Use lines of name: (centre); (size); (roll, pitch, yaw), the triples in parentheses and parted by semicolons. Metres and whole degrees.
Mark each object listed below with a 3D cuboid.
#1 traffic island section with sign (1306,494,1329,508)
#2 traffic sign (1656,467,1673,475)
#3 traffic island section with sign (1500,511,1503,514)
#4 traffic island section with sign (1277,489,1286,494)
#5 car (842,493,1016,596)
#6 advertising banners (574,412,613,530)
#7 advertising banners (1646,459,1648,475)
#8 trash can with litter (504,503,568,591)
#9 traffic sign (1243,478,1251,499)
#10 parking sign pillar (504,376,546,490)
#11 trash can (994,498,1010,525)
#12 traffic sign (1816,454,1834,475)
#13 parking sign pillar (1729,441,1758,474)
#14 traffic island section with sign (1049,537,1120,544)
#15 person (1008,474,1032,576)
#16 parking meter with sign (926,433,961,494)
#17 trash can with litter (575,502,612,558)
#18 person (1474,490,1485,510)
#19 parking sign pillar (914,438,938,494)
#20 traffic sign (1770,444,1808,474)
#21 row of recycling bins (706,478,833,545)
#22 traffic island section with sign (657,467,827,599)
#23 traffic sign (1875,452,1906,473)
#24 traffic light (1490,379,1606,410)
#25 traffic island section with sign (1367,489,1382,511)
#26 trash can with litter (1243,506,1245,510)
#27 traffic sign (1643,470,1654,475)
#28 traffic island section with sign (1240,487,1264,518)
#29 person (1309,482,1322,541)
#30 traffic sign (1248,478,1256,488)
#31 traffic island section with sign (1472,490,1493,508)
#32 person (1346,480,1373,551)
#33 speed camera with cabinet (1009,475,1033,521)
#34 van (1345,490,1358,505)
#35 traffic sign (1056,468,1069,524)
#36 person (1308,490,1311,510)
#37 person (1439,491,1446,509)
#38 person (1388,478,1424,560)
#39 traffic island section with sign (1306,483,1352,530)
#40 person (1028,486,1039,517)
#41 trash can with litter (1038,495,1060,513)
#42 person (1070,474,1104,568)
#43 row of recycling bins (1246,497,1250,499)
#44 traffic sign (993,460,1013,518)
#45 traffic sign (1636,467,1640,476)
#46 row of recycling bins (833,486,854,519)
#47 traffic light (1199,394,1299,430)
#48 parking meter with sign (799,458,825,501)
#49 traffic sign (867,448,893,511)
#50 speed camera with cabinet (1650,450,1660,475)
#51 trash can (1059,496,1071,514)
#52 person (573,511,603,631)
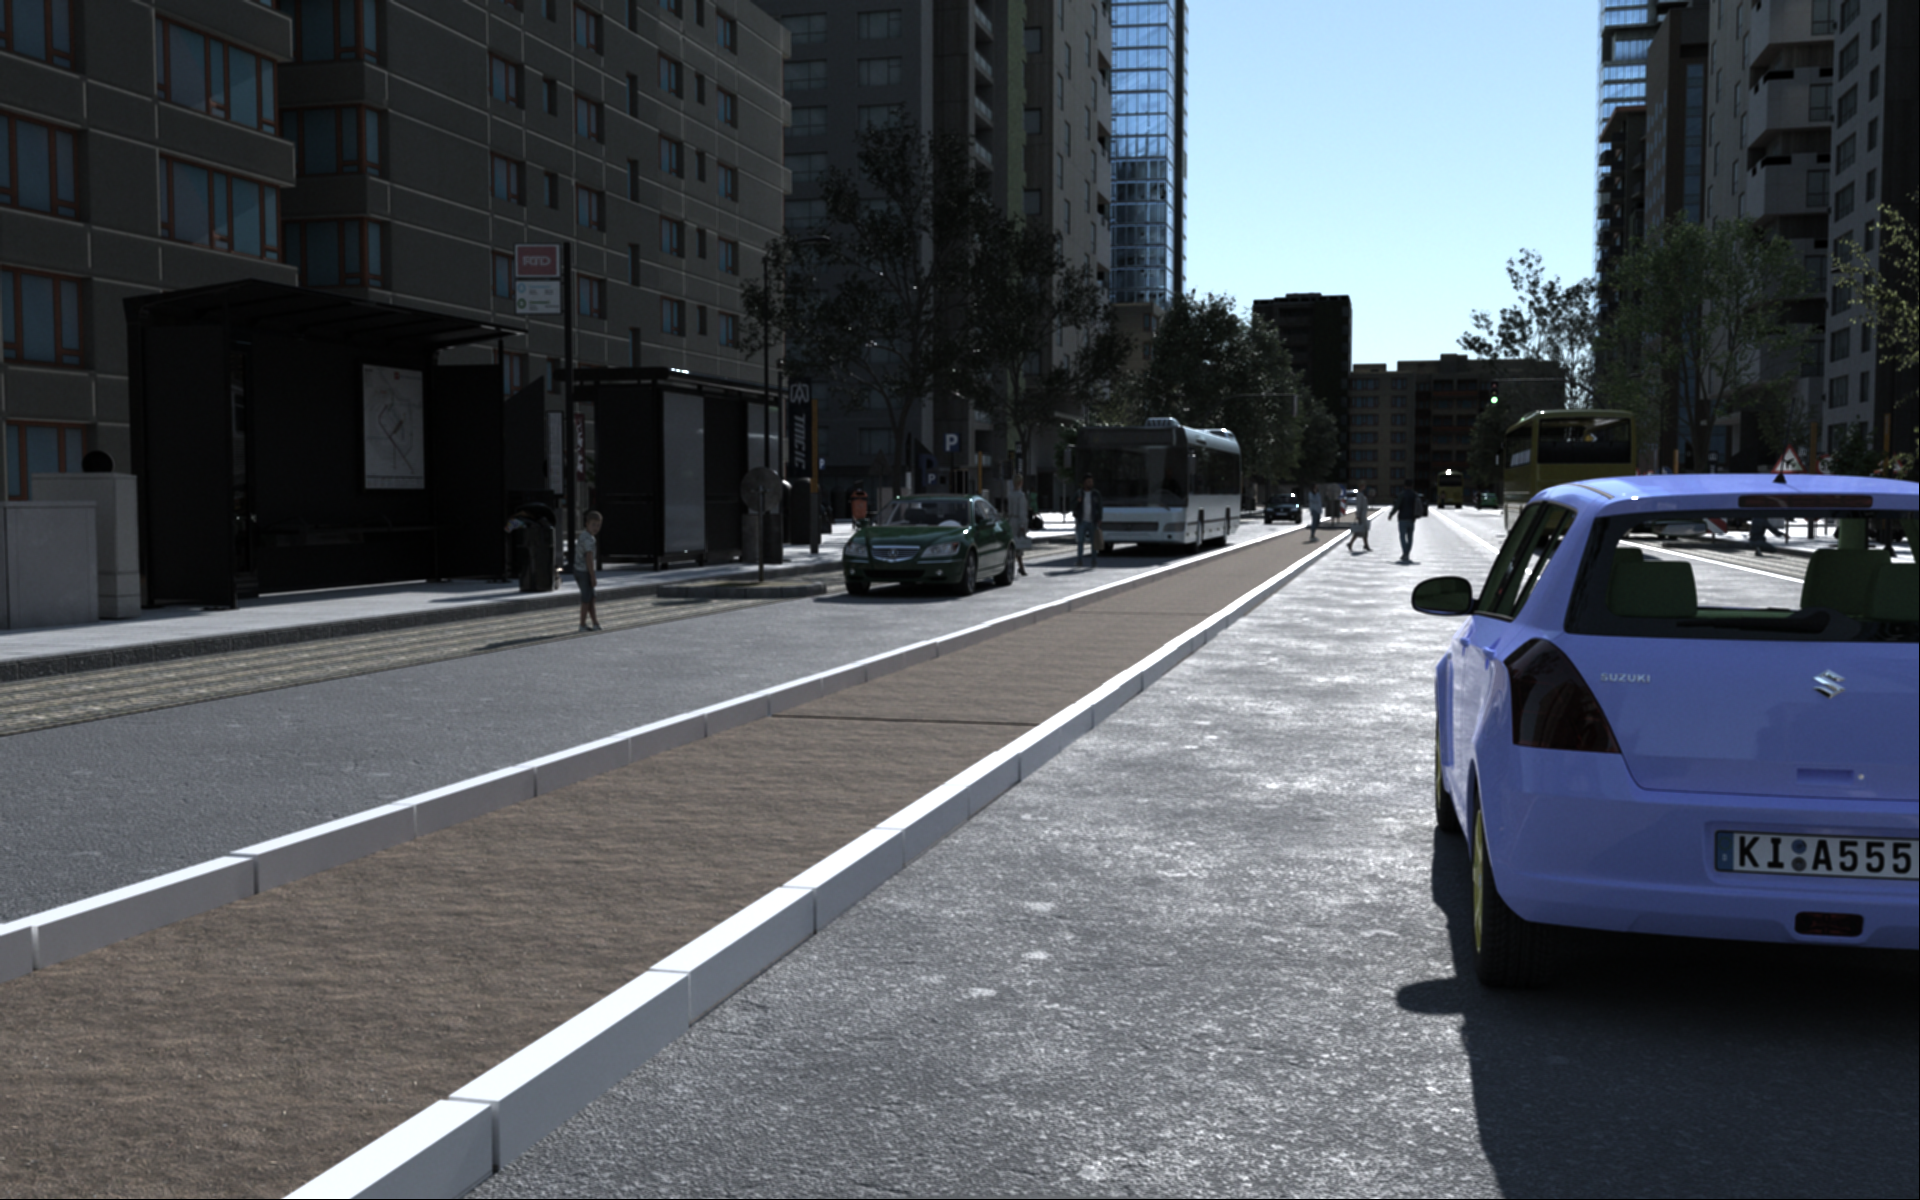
traffic island section with sign: (36.803, -10.411, 178.843); (1.989, 1.847, 2.006); (1, 4, 14)
traffic sign: (32.582, -4.898, 80.189); (0.768, 2.556, 0.104); (1, 4, 22)
traffic island section with sign: (40.423, -7.184, 126.092); (1.989, 1.847, 2.006); (1, 4, 14)
traffic island section with sign: (24.172, -7.413, 129.832); (1.989, 1.847, 2.006); (1, 4, 14)
car: (-0.380, -0.873, 26.066); (2.131, 1.459, 4.920); (1, 4, 13)
advertising banners: (-8.024, -2.560, 38.040); (0.090, 3.025, 2.074); (1, 4, 12)
advertising banners: (34.311, -5.515, 86.361); (0.090, 3.025, 2.074); (2, 4, 28)
trash can with litter: (-5.628, -0.710, 22.997); (0.624, 1.170, 1.055); (0, 4, -2)
traffic sign: (21.968, -8.149, 133.341); (0.768, 2.556, 0.104); (1, 4, 16)
parking sign pillar: (-10.082, -3.105, 39.234); (1.447, 3.967, 1.447); (-3, 4, -38)
trash can: (1.692, -3.481, 68.564); (0.748, 1.137, 0.748); (0, 3, 0)
traffic sign: (27.354, -3.335, 54.640); (0.768, 2.556, 0.104); (1, 4, 20)
parking sign pillar: (39.280, -6.018, 86.861); (1.447, 3.967, 1.447); (2, 4, 25)
traffic island section with sign: (3.763, -2.572, 50.686); (1.989, 1.847, 2.006); (1, 4, 14)
person: (0.960, -1.307, 30.222); (0.624, 1.780, 0.694); (-1, 4, -22)
parking meter with sign: (-0.644, -3.205, 48.664); (0.543, 3.016, 1.738); (2, 4, 31)
trash can with litter: (-7.317, -1.397, 34.221); (1.055, 1.170, 0.624); (-3, 5, -45)
person: (46.955, -9.018, 156.458); (1.217, 1.766, 0.721); (-1, 4, -15)
parking sign pillar: (-1.603, -5.838, 83.929); (1.447, 3.967, 1.447); (3, 5, 44)
traffic sign: (21.328, -2.728, 44.609); (0.884, 2.594, 0.081); (1, 4, 16)
row of recycling bins: (-5.072, -2.317, 44.993); (3.534, 1.692, 1.069); (2, 4, 35)
traffic island section with sign: (-2.987, -0.976, 24.586); (1.989, 1.847, 2.006); (1, 4, 14)
traffic sign: (24.022, -2.744, 44.875); (0.884, 2.594, 0.081); (1, 4, 20)
traffic light: (23.335, -5.727, 68.297); (4.771, 5.953, 1.251); (1, 4, 14)
traffic island section with sign: (35.853, -8.727, 150.824); (2.006, 1.907, 1.989); (1, 4, 14)
trash can with litter: (23.222, -8.082, 143.532); (1.055, 1.170, 0.624); (-2, 4, -24)
traffic sign: (36.851, -5.656, 92.574); (0.768, 2.556, 0.104); (1, 4, 17)
traffic island section with sign: (17.431, -5.817, 103.730); (1.989, 1.847, 2.006); (1, 4, 14)
person: (10.865, -2.710, 53.071); (0.793, 1.790, 0.793); (0, 4, 0)
traffic sign: (22.480, -8.181, 133.864); (0.768, 2.556, 0.104); (1, 4, 22)
traffic island section with sign: (52.971, -10.161, 174.753); (1.989, 1.847, 2.006); (1, 4, 14)
person: (10.017, -2.113, 43.393); (0.624, 1.780, 0.694); (2, 4, 28)
speed camera with cabinet: (2.916, -5.389, 82.438); (0.660, 3.252, 2.038); (1, 4, 20)
van: (41.952, -10.900, 185.218); (2.013, 2.044, 4.112); (1, 4, 14)
traffic sign: (4.460, -4.525, 74.094); (0.768, 2.556, 0.104); (1, 4, 15)
person: (30.859, -8.781, 152.095); (0.660, 1.820, 0.620); (2, 4, 32)
person: (46.817, -9.720, 168.126); (0.721, 1.736, 1.217); (3, 5, 44)
person: (9.787, -1.776, 37.891); (0.623, 1.781, 0.721); (-2, 4, -25)
traffic island section with sign: (15.234, -3.838, 70.885); (2.006, 1.907, 1.989); (1, 4, 14)
person: (3.260, -4.226, 77.848); (0.600, 1.795, 0.529); (-1, 4, -19)
trash can with litter: (6.065, -6.420, 116.017); (2.233, 1.210, 1.678); (-1, 4, -19)
person: (2.503, -1.522, 33.367); (0.794, 1.824, 0.713); (1, 4, 22)
row of recycling bins: (23.957, -8.654, 148.610); (1.069, 1.692, 3.534); (-1, 4, -10)
traffic sign: (1.266, -3.017, 51.456); (0.606, 2.300, 0.079); (1, 4, 19)
traffic sign: (29.847, -4.708, 77.083); (0.768, 2.556, 0.104); (1, 4, 17)
row of recycling bins: (-6.662, -4.989, 88.686); (3.534, 1.692, 1.069); (-2, 4, -24)
traffic light: (13.044, -6.403, 79.353); (4.771, 5.953, 1.251); (1, 4, 14)
parking meter with sign: (-7.476, -5.412, 84.743); (1.738, 3.016, 0.543); (2, 4, 29)
traffic sign: (-2.264, -3.015, 49.295); (0.884, 2.594, 0.081); (1, 4, 22)
speed camera with cabinet: (30.621, -5.097, 77.671); (2.038, 3.252, 0.660); (-1, 4, -8)
trash can: (6.775, -6.129, 111.869); (0.748, 1.137, 0.748); (0, 3, 0)
person: (-3.866, -0.298, 18.052); (0.352, 1.250, 0.332); (1, 4, 17)
